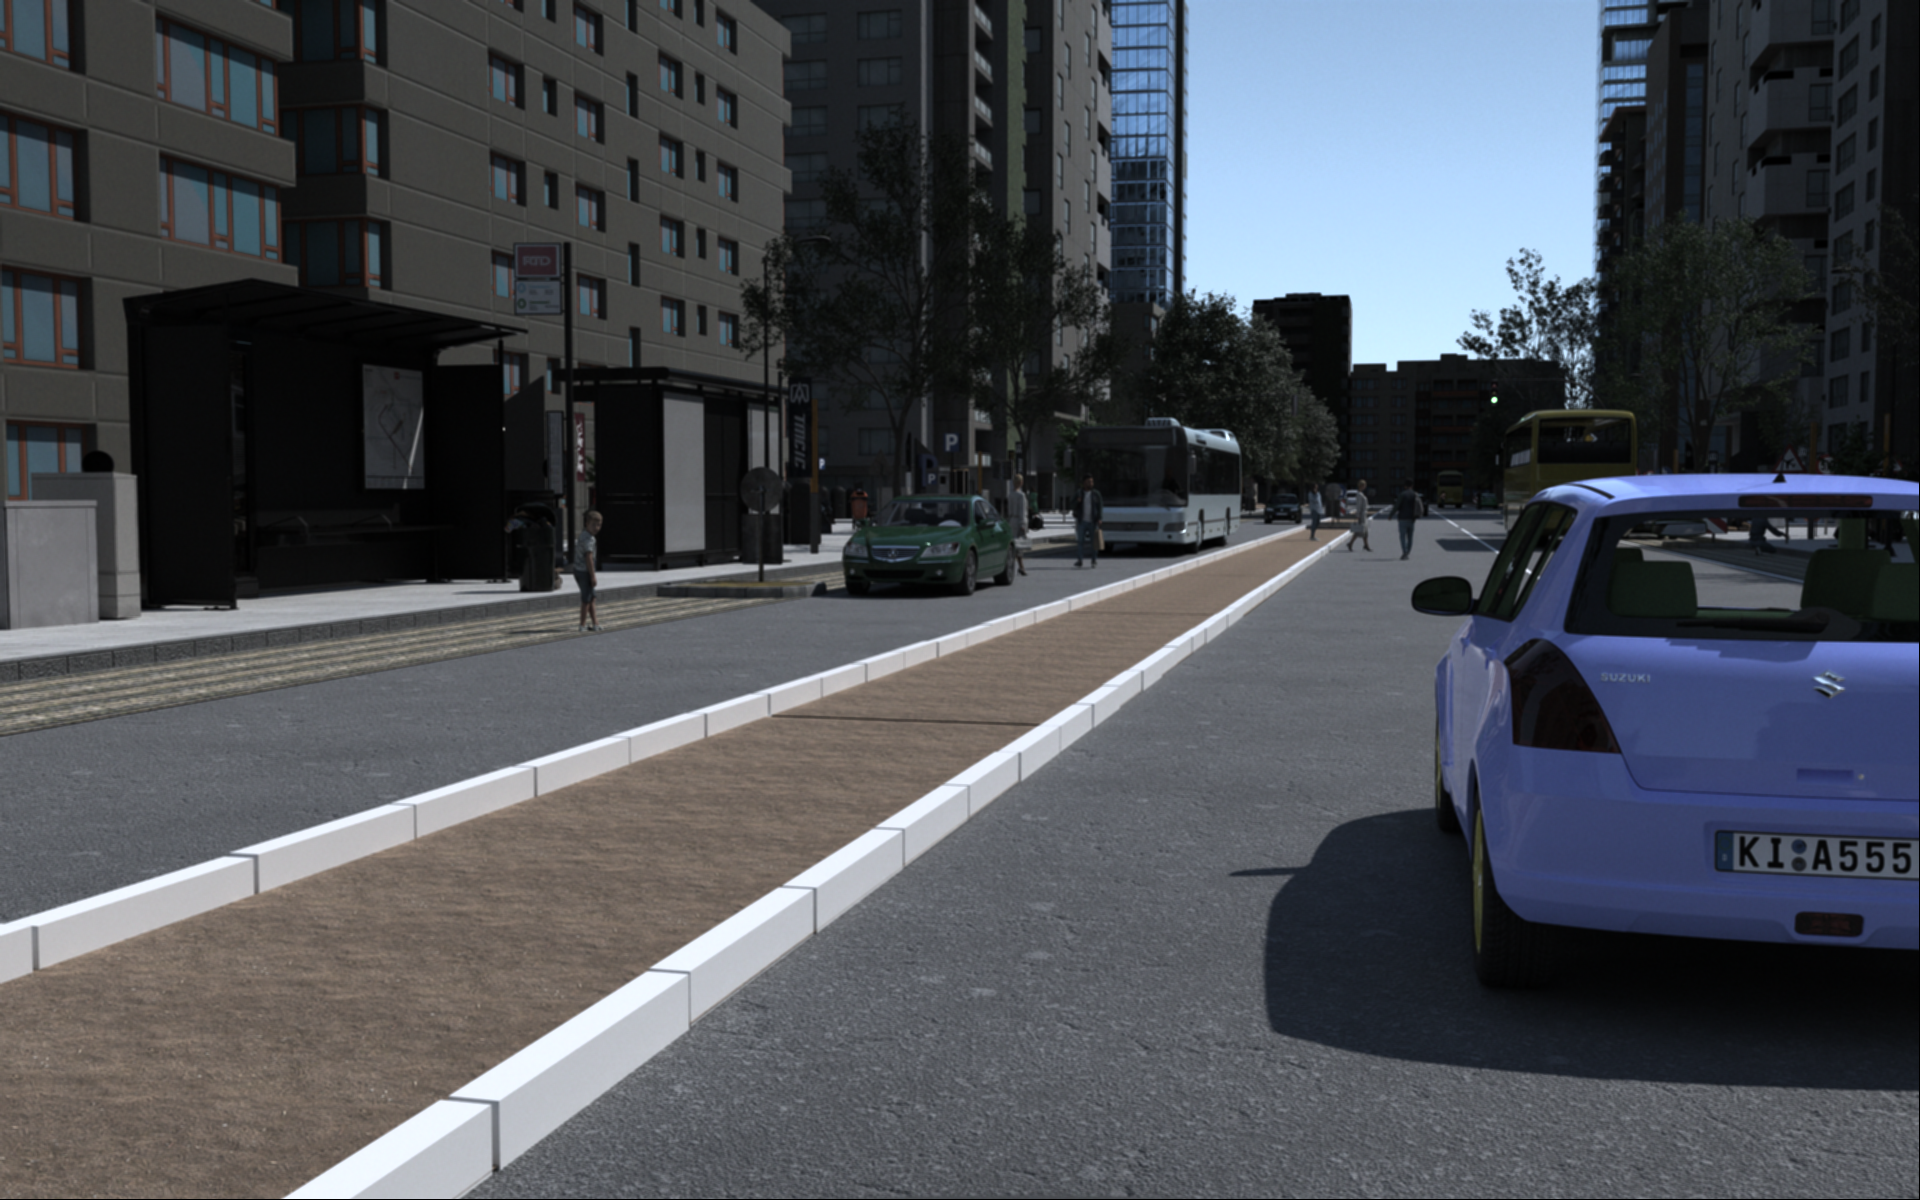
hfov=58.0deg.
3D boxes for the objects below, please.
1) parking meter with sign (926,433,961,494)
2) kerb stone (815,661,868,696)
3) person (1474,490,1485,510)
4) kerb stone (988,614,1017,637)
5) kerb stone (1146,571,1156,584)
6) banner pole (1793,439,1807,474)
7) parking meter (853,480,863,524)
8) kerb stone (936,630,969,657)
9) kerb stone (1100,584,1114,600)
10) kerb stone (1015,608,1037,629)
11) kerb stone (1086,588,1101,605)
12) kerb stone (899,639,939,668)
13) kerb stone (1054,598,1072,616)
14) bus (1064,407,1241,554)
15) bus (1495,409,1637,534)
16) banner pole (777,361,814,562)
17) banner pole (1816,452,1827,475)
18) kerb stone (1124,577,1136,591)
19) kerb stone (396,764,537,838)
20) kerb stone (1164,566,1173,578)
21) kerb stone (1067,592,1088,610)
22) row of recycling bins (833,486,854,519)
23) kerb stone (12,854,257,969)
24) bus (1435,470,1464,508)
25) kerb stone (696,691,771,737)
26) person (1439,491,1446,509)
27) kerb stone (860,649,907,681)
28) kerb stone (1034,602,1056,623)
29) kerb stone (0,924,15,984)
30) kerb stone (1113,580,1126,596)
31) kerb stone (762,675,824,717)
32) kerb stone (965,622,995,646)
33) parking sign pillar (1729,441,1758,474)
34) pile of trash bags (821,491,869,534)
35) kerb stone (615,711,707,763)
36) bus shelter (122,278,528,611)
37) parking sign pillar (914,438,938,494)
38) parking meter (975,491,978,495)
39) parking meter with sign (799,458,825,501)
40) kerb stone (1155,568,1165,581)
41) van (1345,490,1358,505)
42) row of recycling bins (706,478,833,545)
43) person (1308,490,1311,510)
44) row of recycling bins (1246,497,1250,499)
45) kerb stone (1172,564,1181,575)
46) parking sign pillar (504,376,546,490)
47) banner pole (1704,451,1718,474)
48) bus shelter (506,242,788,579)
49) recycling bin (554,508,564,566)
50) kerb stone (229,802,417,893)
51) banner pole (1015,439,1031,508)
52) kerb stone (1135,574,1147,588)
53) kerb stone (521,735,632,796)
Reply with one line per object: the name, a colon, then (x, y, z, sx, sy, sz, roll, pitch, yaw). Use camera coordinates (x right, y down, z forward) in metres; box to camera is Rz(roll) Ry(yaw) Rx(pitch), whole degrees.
parking meter with sign: (-0.644, -3.205, 48.664, 0.543, 3.016, 1.738, 2, 4, 31)
kerb stone: (-0.897, 0.589, 12.627, 0.120, 0.150, 1.000, 1, 4, 14)
person: (46.955, -9.018, 156.458, 1.217, 1.766, 0.721, -1, 4, -15)
kerb stone: (0.383, 0.282, 17.590, 0.120, 0.150, 1.000, 1, 4, 14)
kerb stone: (2.941, -0.325, 27.510, 0.120, 0.150, 1.000, 1, 4, 14)
banner pole: (37.956, -5.406, 78.406, 0.401, 3.779, 0.863, -2, 4, -28)
parking meter: (-4.364, -4.191, 74.233, 0.399, 1.863, 0.255, -1, 4, -21)
kerb stone: (-0.119, 0.410, 15.606, 0.120, 0.150, 1.000, 1, 4, 14)
kerb stone: (1.916, -0.082, 23.530, 0.120, 0.150, 1.000, 1, 4, 14)
kerb stone: (0.638, 0.224, 18.580, 0.120, 0.150, 1.000, 1, 4, 14)
kerb stone: (1.660, -0.021, 22.541, 0.120, 0.150, 1.000, 1, 4, 14)
kerb stone: (-0.385, 0.464, 14.615, 0.120, 0.150, 1.000, 1, 4, 14)
kerb stone: (1.146, 0.109, 20.561, 0.120, 0.150, 1.000, 1, 4, 14)
bus: (5.266, -3.034, 44.468, 2.948, 3.499, 13.247, 1, 4, 15)
bus: (17.214, -3.556, 49.689, 2.896, 3.916, 12.252, 1, 4, 14)
banner pole: (-3.160, -2.606, 32.618, 0.863, 3.779, 0.401, 1, 4, 14)
banner pole: (45.232, -6.204, 91.449, 0.863, 3.779, 0.401, 2, 4, 29)
kerb stone: (2.427, -0.200, 25.521, 0.120, 0.150, 1.000, 1, 4, 14)
kerb stone: (-2.181, 0.889, 7.657, 0.120, 0.150, 1.000, 1, 4, 14)
kerb stone: (3.454, -0.447, 29.502, 0.120, 0.150, 1.000, 1, 4, 14)
kerb stone: (1.408, 0.039, 21.550, 0.120, 0.150, 1.000, 1, 4, 14)
row of recycling bins: (-6.662, -4.989, 88.686, 3.534, 1.692, 1.069, -2, 4, -24)
kerb stone: (-2.688, 1.019, 5.678, 0.120, 0.150, 1.000, 1, 4, 14)
bus: (50.936, -11.532, 180.090, 2.896, 3.916, 12.252, 1, 4, 15)
kerb stone: (-1.413, 0.708, 10.636, 0.120, 0.150, 1.000, 1, 4, 14)
person: (46.817, -9.720, 168.126, 0.721, 1.736, 1.217, 3, 5, 44)
kerb stone: (-0.637, 0.525, 13.618, 0.120, 0.150, 1.000, 1, 4, 14)
kerb stone: (0.898, 0.161, 19.569, 0.120, 0.150, 1.000, 1, 4, 14)
kerb stone: (-2.940, 1.071, 4.679, 0.120, 0.150, 1.000, 1, 4, 14)
kerb stone: (2.171, -0.143, 24.527, 0.120, 0.150, 1.000, 1, 4, 14)
kerb stone: (-1.151, 0.647, 11.624, 0.120, 0.150, 1.000, 1, 4, 14)
kerb stone: (0.135, 0.350, 16.597, 0.120, 0.150, 1.000, 1, 4, 14)
parking sign pillar: (39.280, -6.018, 86.861, 1.447, 3.967, 1.447, 2, 4, 25)
pile of trash bags: (-4.678, -2.862, 56.547, 3.447, 1.369, 1.912, -1, 4, -14)
kerb stone: (-1.674, 0.768, 9.642, 0.120, 0.150, 1.000, 1, 4, 14)
bus shelter: (-7.772, -1.885, 22.108, 1.731, 3.624, 6.357, 1, 4, 14)
parking sign pillar: (-1.603, -5.838, 83.929, 1.447, 3.967, 1.447, 3, 5, 44)
parking meter: (1.018, -5.227, 93.870, 0.372, 1.533, 0.369, 0, 3, 0)
parking meter with sign: (-7.476, -5.412, 84.743, 1.738, 3.016, 0.543, 2, 4, 29)
kerb stone: (3.205, -0.386, 28.510, 0.120, 0.150, 1.000, 1, 4, 14)
van: (41.952, -10.900, 185.218, 2.013, 2.044, 4.112, 1, 4, 14)
row of recycling bins: (-5.072, -2.317, 44.993, 3.534, 1.692, 1.069, 2, 4, 35)
person: (30.859, -8.781, 152.095, 0.660, 1.820, 0.620, 2, 4, 32)
row of recycling bins: (23.957, -8.654, 148.610, 1.069, 1.692, 3.534, -1, 4, -10)
kerb stone: (3.716, -0.506, 30.490, 0.120, 0.150, 1.000, 1, 4, 14)
parking sign pillar: (-10.082, -3.105, 39.234, 1.447, 3.967, 1.447, -3, 4, -38)
banner pole: (38.248, -6.020, 88.448, 0.863, 3.779, 0.401, 1, 4, 15)
bus shelter: (-5.407, -3.211, 30.137, 2.179, 5.291, 8.768, 1, 4, 15)
recycling bin: (-7.509, -1.108, 30.663, 0.722, 1.027, 0.722, 1, 4, 18)
kerb stone: (-2.431, 0.950, 6.666, 0.120, 0.150, 1.000, 1, 4, 14)
banner pole: (2.695, -5.049, 72.574, 0.863, 3.779, 0.401, 1, 4, 19)
kerb stone: (2.688, -0.264, 26.519, 0.120, 0.150, 1.000, 1, 4, 14)
kerb stone: (-1.923, 0.829, 8.646, 0.120, 0.150, 1.000, 1, 4, 14)
